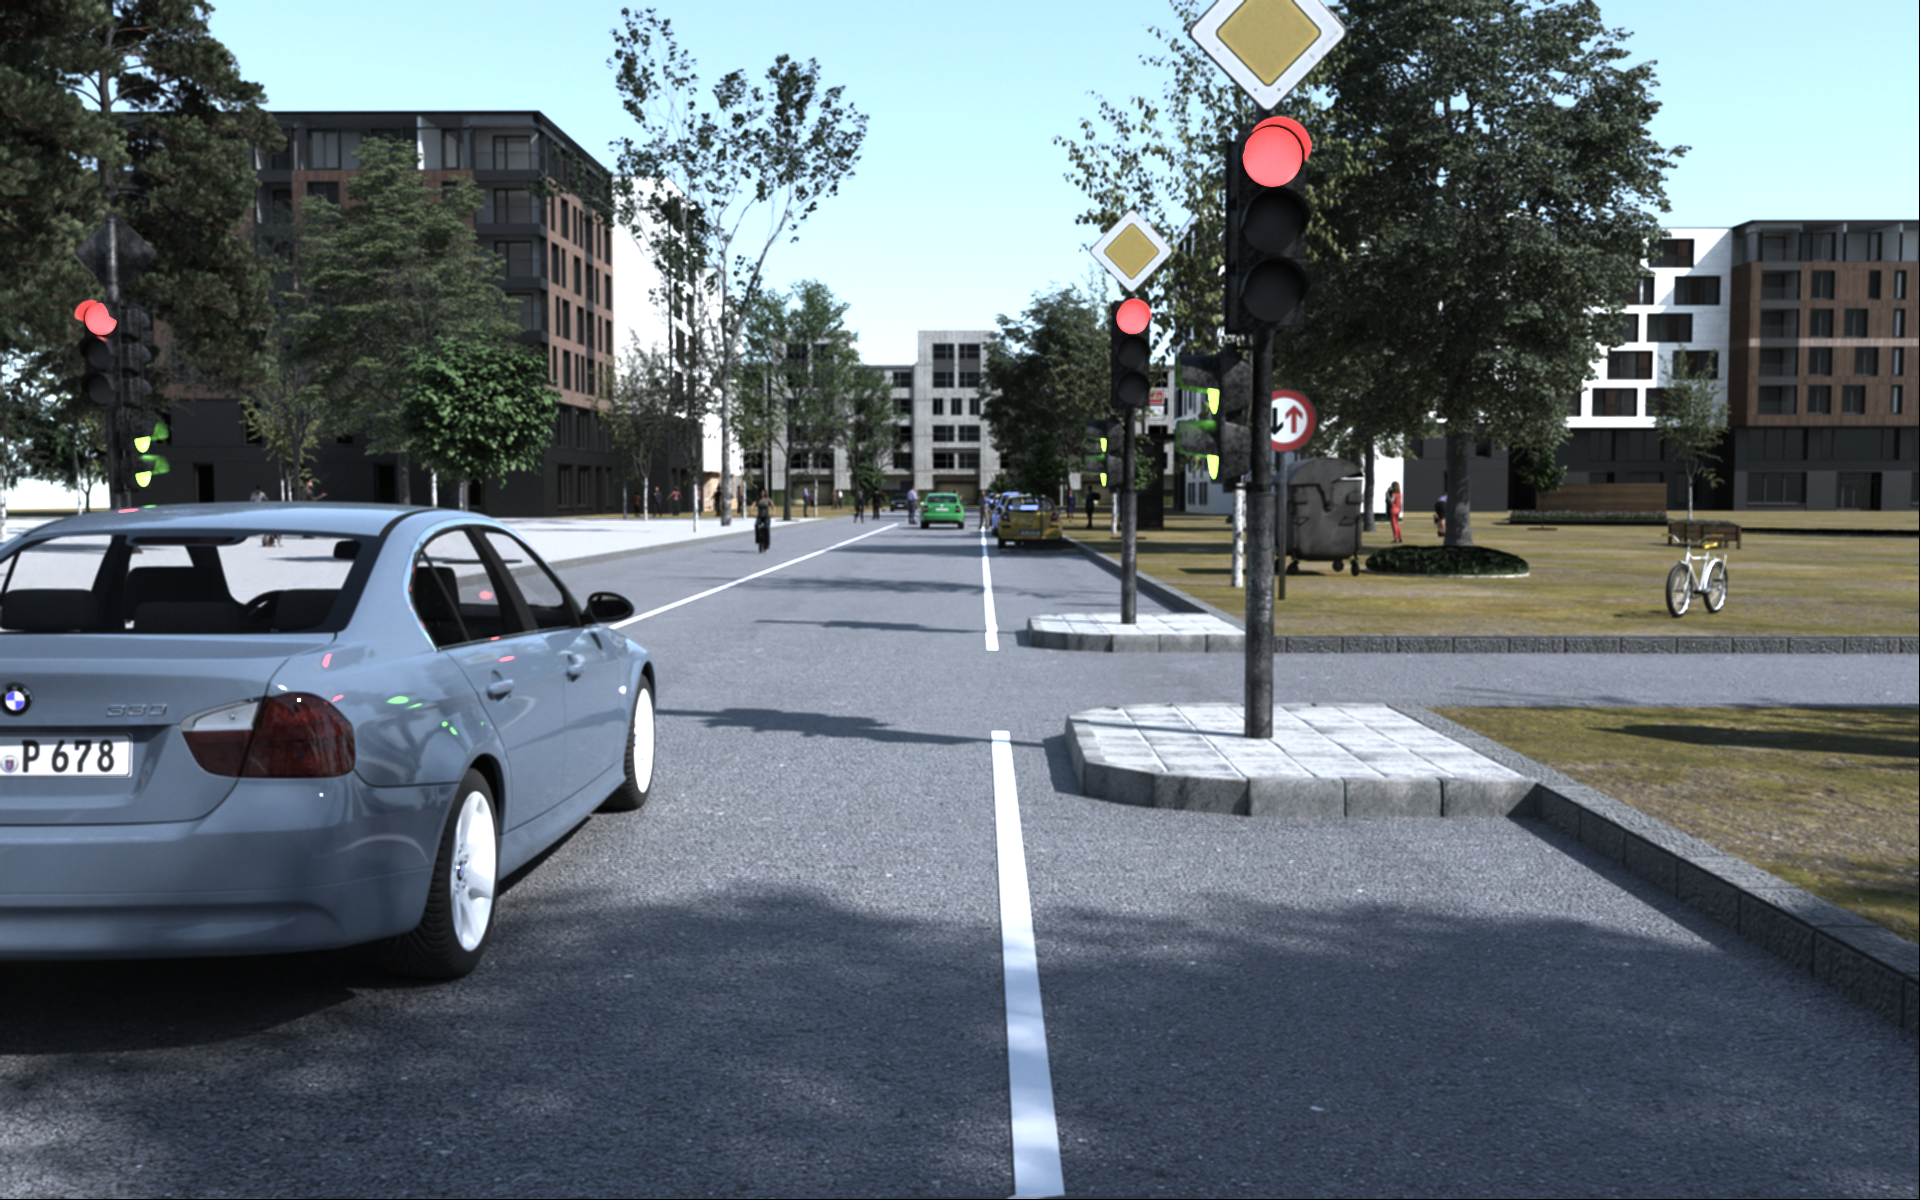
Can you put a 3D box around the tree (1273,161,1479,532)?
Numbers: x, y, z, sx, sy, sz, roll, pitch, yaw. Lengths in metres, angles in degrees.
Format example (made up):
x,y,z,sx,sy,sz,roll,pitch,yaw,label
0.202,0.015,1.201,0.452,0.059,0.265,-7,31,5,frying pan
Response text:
x,y,z,sx,sy,sz,roll,pitch,yaw,label
13.847,-8.592,58.603,7.486,12.596,7.792,0,3,0,tree

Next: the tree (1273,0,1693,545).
x,y,z,sx,sy,sz,roll,pitch,yaw,label
10.861,-7.991,37.311,9.857,13.997,8.962,0,3,0,tree

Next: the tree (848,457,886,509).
x,y,z,sx,sy,sz,roll,pitch,yaw,label
-8.259,-10.317,152.393,4.285,4.588,4.351,0,3,0,tree

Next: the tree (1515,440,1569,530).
x,y,z,sx,sy,sz,roll,pitch,yaw,label
21.056,-4.132,62.167,1.663,3.219,1.824,0,3,0,tree

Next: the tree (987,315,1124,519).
x,y,z,sx,sy,sz,roll,pitch,yaw,label
5.491,-9.563,90.763,7.601,10.594,8.767,2,4,26,tree

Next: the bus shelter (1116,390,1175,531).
x,y,z,sx,sy,sz,roll,pitch,yaw,label
6.783,-5.301,64.297,2.179,5.291,8.768,0,4,1,bus shelter

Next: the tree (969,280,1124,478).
x,y,z,sx,sy,sz,roll,pitch,yaw,label
5.354,-12.132,105.007,9.857,13.997,8.962,0,3,0,tree

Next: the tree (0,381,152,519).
x,y,z,sx,sy,sz,roll,pitch,yaw,label
-51.223,-7.558,86.477,20.602,7.101,11.467,-1,4,-18,tree

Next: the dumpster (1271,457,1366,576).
x,y,z,sx,sy,sz,roll,pitch,yaw,label
5.743,-1.349,27.813,1.264,1.857,1.865,0,4,1,dumpster

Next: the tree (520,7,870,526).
x,y,z,sx,sy,sz,roll,pitch,yaw,label
-10.859,-13.067,69.532,12.611,20.169,13.585,0,3,0,tree

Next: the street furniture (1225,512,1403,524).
x,y,z,sx,sy,sz,roll,pitch,yaw,label
15.371,-3.670,75.636,5.734,0.657,10.072,3,5,41,street furniture

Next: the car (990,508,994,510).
x,y,z,sx,sy,sz,roll,pitch,yaw,label
2.077,-3.131,63.768,1.945,1.354,3.894,0,4,2,car

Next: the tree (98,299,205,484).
x,y,z,sx,sy,sz,roll,pitch,yaw,label
-26.019,-6.333,53.911,4.360,8.622,3.978,0,3,0,tree

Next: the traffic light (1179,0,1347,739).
x,y,z,sx,sy,sz,roll,pitch,yaw,label
1.557,-1.210,9.029,0.839,4.213,0.868,0,4,1,traffic light

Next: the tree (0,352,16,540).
x,y,z,sx,sy,sz,roll,pitch,yaw,label
-26.681,-5.981,48.156,4.360,8.622,3.978,0,3,0,tree

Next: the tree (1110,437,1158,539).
x,y,z,sx,sy,sz,roll,pitch,yaw,label
4.832,-3.336,49.149,1.663,3.219,1.824,0,3,0,tree

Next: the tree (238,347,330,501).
x,y,z,sx,sy,sz,roll,pitch,yaw,label
-34.006,-8.382,87.401,4.737,8.622,4.395,0,3,0,tree

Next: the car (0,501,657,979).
x,y,z,sx,sy,sz,roll,pitch,yaw,label
-2.303,0.342,6.411,2.014,1.417,4.499,0,4,0,car

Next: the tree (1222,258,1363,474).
x,y,z,sx,sy,sz,roll,pitch,yaw,label
16.188,-10.934,86.188,7.806,13.903,7.818,0,3,0,tree

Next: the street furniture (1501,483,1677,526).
x,y,z,sx,sy,sz,roll,pitch,yaw,label
25.574,-4.073,73.446,9.812,1.723,11.010,1,4,20,street furniture

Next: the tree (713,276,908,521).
x,y,z,sx,sy,sz,roll,pitch,yaw,label
-8.096,-9.571,82.241,9.928,11.665,9.643,0,3,0,tree

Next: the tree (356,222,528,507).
x,y,z,sx,sy,sz,roll,pitch,yaw,label
-14.333,-5.960,47.813,4.360,8.622,3.978,0,3,0,tree

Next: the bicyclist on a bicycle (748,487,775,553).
x,y,z,sx,sy,sz,roll,pitch,yaw,label
-4.841,-1.987,42.508,1.499,1.676,1.625,0,4,-1,bicyclist on a bicycle

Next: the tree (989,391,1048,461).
x,y,z,sx,sy,sz,roll,pitch,yaw,label
6.426,-14.663,165.499,9.928,11.665,9.643,0,3,0,tree

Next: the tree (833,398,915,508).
x,y,z,sx,sy,sz,roll,pitch,yaw,label
-7.665,-13.886,161.448,7.601,10.594,8.767,2,4,24,tree

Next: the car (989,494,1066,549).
x,y,z,sx,sy,sz,roll,pitch,yaw,label
1.861,-2.228,46.648,2.015,1.641,3.980,0,4,1,car

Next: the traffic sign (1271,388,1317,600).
x,y,z,sx,sy,sz,roll,pitch,yaw,label
3.913,-1.276,20.968,0.768,2.556,0.104,0,4,7,traffic sign

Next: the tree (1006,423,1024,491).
x,y,z,sx,sy,sz,roll,pitch,yaw,label
5.583,-12.483,154.464,4.360,8.622,3.978,0,3,0,tree

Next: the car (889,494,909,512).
x,y,z,sx,sy,sz,roll,pitch,yaw,label
-4.831,-8.080,141.892,2.009,1.686,4.222,0,4,-1,car

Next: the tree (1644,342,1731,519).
x,y,z,sx,sy,sz,roll,pitch,yaw,label
35.134,-8.126,83.228,4.737,8.622,4.395,0,3,0,tree

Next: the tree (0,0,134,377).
x,y,z,sx,sy,sz,roll,pitch,yaw,label
-14.707,-6.252,24.271,6.751,12.117,7.091,0,3,0,tree

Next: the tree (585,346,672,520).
x,y,z,sx,sy,sz,roll,pitch,yaw,label
-16.622,-8.350,86.889,4.737,8.622,4.395,0,3,0,tree

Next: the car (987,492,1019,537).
x,y,z,sx,sy,sz,roll,pitch,yaw,label
1.957,-3.048,59.419,1.945,1.707,3.694,0,4,-1,car

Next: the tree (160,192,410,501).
x,y,z,sx,sy,sz,roll,pitch,yaw,label
-27.078,-9.796,70.538,12.009,13.543,11.850,0,3,0,tree

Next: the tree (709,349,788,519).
x,y,z,sx,sy,sz,roll,pitch,yaw,label
-10.864,-8.475,88.921,4.737,8.622,4.395,0,3,0,tree

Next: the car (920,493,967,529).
x,y,z,sx,sy,sz,roll,pitch,yaw,label
-0.706,-3.877,72.187,1.959,1.807,4.718,0,4,1,car

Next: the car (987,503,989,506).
x,y,z,sx,sy,sz,roll,pitch,yaw,label
2.189,-4.188,78.690,2.015,1.641,3.980,0,4,2,car

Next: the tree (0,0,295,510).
x,y,z,sx,sy,sz,roll,pitch,yaw,label
-18.221,-7.901,36.603,7.806,13.903,7.818,0,3,0,tree

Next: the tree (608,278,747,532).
x,y,z,sx,sy,sz,roll,pitch,yaw,label
-9.164,-6.605,58.350,4.360,8.622,3.978,0,3,0,tree

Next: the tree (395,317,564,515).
x,y,z,sx,sy,sz,roll,pitch,yaw,label
-8.955,-2.969,32.259,4.285,4.588,4.351,0,3,0,tree

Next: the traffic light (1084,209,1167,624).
x,y,z,sx,sy,sz,roll,pitch,yaw,label
1.648,-1.698,17.013,0.839,4.213,0.868,0,4,1,traffic light

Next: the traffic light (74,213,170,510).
x,y,z,sx,sy,sz,roll,pitch,yaw,label
-8.312,-1.704,17.111,0.839,4.213,0.868,0,4,1,traffic light

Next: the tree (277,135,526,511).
x,y,z,sx,sy,sz,roll,pitch,yaw,label
-18.076,-8.424,55.855,7.486,12.596,7.792,0,3,0,tree

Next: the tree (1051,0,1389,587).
x,y,z,sx,sy,sz,roll,pitch,yaw,label
3.604,-4.491,23.786,4.737,8.622,4.395,0,3,0,tree

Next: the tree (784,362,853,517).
x,y,z,sx,sy,sz,roll,pitch,yaw,label
-7.989,-8.901,95.889,4.360,8.622,3.978,0,3,0,tree

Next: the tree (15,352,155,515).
x,y,z,sx,sy,sz,roll,pitch,yaw,label
-30.907,-6.774,61.116,4.737,8.622,4.395,0,3,0,tree

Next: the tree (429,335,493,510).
x,y,z,sx,sy,sz,roll,pitch,yaw,label
-23.040,-7.925,79.936,4.737,8.622,4.395,0,3,0,tree
